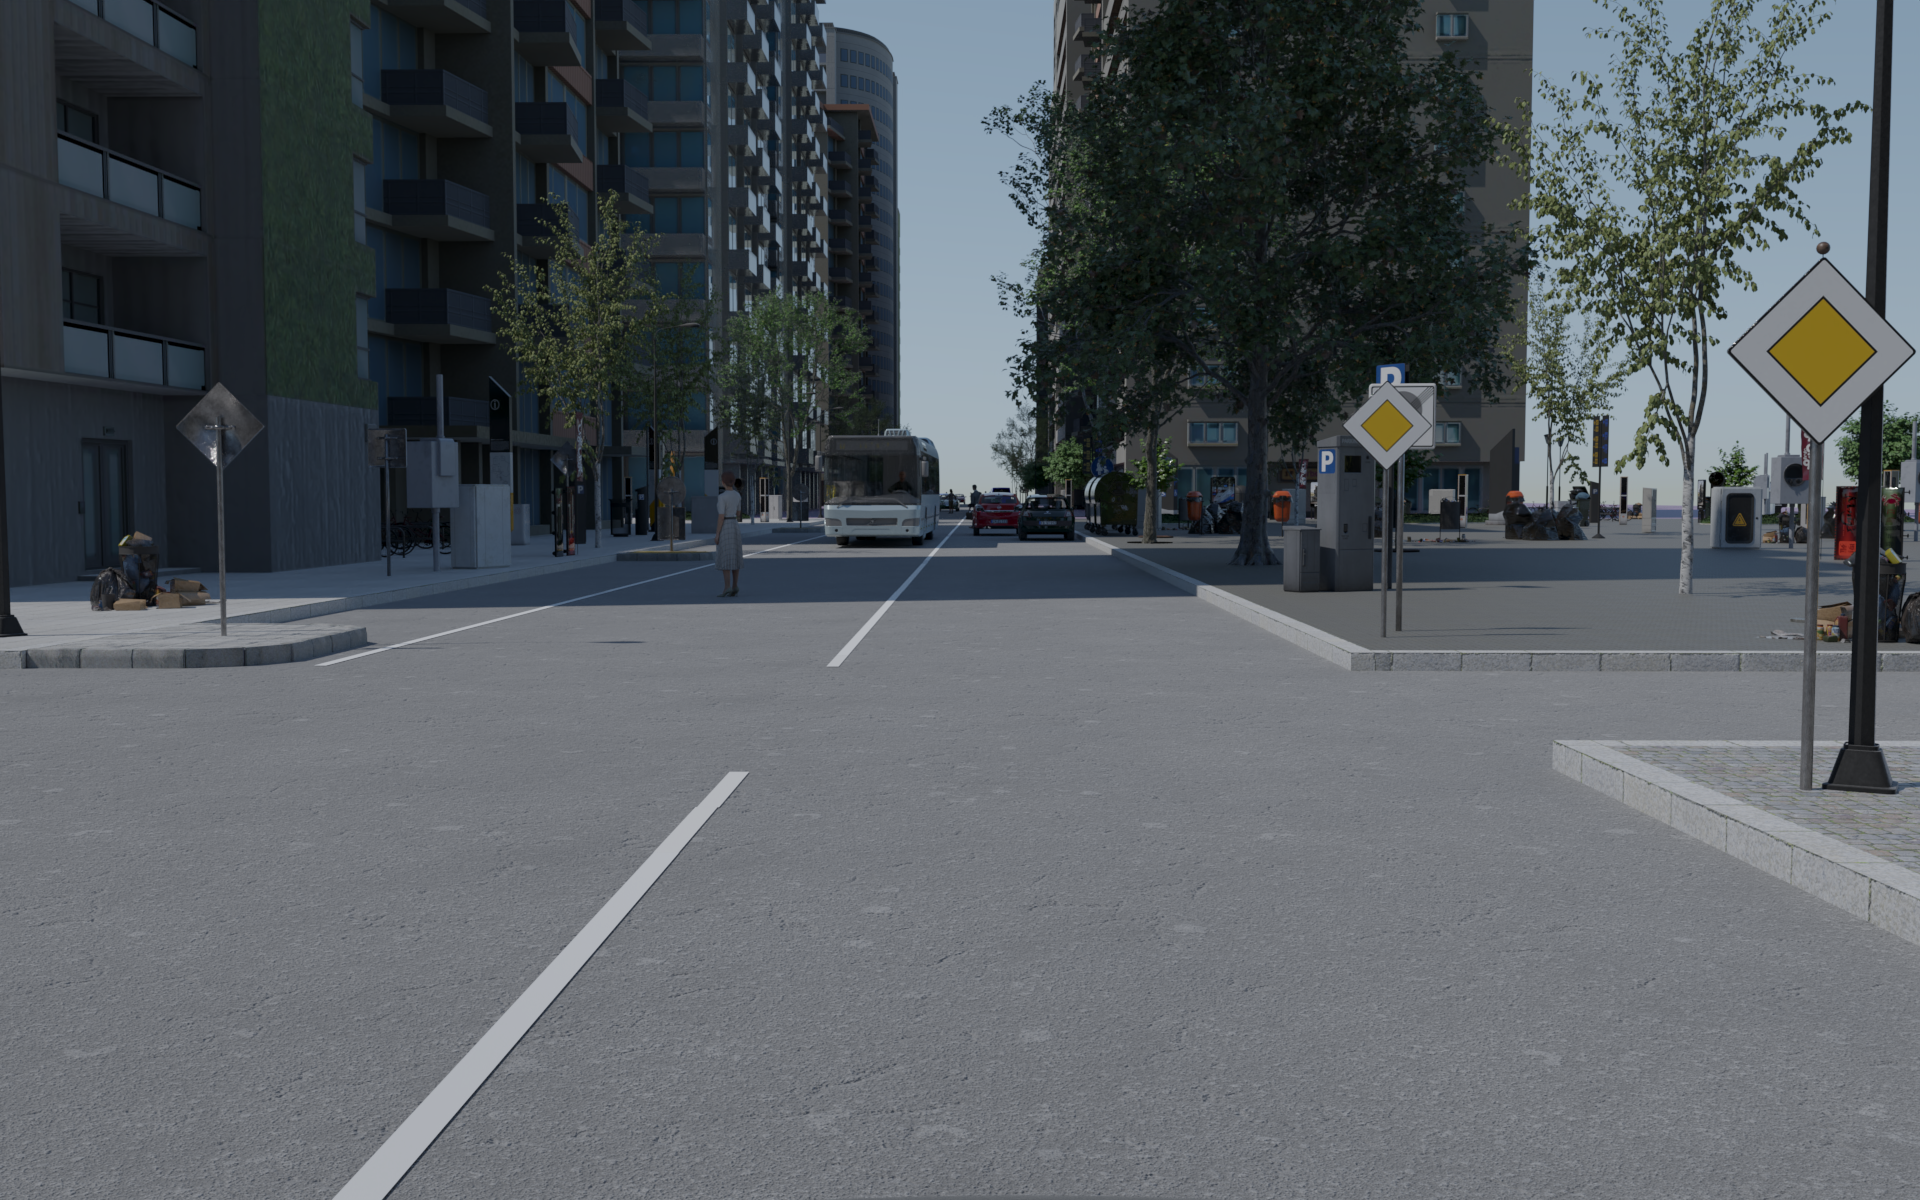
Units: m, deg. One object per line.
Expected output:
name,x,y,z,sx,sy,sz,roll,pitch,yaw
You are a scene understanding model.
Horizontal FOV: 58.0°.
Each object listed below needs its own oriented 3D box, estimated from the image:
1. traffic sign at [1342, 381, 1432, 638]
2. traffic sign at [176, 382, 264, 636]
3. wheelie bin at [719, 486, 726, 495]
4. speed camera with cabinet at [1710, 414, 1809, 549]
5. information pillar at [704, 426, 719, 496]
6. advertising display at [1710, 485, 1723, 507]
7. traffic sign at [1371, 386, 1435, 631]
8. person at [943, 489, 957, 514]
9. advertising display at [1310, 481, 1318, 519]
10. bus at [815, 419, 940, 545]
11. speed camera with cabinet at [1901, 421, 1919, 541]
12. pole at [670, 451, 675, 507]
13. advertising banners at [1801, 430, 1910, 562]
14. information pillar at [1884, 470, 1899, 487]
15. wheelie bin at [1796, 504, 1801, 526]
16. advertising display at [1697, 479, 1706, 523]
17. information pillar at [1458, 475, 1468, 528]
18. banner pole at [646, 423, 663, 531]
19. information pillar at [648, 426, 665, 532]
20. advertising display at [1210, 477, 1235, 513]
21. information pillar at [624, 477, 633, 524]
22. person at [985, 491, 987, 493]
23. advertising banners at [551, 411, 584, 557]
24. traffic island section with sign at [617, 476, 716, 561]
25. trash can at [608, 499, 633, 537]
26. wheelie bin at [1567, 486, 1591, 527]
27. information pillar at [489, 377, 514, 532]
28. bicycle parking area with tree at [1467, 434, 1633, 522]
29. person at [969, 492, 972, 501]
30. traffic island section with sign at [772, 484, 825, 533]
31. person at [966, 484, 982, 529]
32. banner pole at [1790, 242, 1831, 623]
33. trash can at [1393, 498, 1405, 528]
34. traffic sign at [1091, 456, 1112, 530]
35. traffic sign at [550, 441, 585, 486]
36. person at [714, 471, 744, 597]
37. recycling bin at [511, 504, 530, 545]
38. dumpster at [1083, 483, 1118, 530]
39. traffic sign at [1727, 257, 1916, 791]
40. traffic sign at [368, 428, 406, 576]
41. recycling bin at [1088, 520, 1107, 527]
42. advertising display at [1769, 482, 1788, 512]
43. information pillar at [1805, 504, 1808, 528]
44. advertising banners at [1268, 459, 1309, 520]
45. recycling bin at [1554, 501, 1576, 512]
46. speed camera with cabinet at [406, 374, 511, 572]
traffic sign,3.786,-0.721,15.433,0.795,2.450,0.064,0,4,1
traffic sign,-6.657,-0.732,15.608,0.795,2.450,0.064,0,4,1
wheelie bin,-9.867,-3.862,71.052,0.980,1.594,0.693,-2,4,-25
speed camera with cabinet,18.772,-2.831,40.624,2.038,3.252,0.660,0,4,2
information pillar,-8.462,-4.142,59.083,0.504,3.616,0.183,0,4,-7
advertising display,38.409,-5.037,87.563,0.974,1.923,0.123,0,4,-7
traffic sign,4.104,-0.857,16.139,0.606,2.300,0.079,0,4,7
person,-0.689,-7.279,127.508,1.348,1.824,0.705,-3,5,-45
advertising display,18.137,-5.050,87.783,0.123,1.923,0.974,-2,4,-34
bus,-2.145,-3.439,51.079,2.948,3.499,13.247,0,4,2
speed camera with cabinet,25.285,-3.204,46.721,2.038,3.252,0.660,-1,4,-14
pole,-13.654,-5.409,82.285,0.158,3.312,0.155,0,3,0
advertising banners,17.229,-2.281,33.476,0.090,3.025,2.074,-3,5,-44
information pillar,28.635,-2.985,53.293,0.304,2.012,0.304,-1,4,-14
wheelie bin,34.263,-3.790,69.874,0.980,1.594,0.693,-1,4,-12
advertising display,32.832,-4.371,76.687,0.123,1.923,0.974,1,4,9
information pillar,18.947,-3.717,65.263,0.304,2.012,0.304,2,4,29
banner pole,-10.775,-4.332,60.840,0.863,3.779,0.401,-3,5,-42
information pillar,-10.309,-4.106,58.496,0.504,3.616,0.183,2,4,35
advertising display,9.681,-3.585,63.835,0.974,1.923,0.123,-1,4,-19
information pillar,-14.210,-4.265,74.229,0.304,2.012,0.304,0,4,-5
person,3.261,-13.061,222.055,0.705,1.823,1.348,1,4,11
advertising banners,-8.129,-2.437,36.028,0.090,3.025,2.074,0,4,5
traffic island section with sign,-6.354,-1.794,37.954,1.989,1.847,2.006,0,4,1
trash can,-10.161,-2.459,51.858,0.748,1.137,0.748,0,3,0
wheelie bin,24.389,-3.689,68.225,0.693,1.594,0.980,-2,4,-29
information pillar,-9.154,-2.640,34.525,0.504,3.616,0.183,1,4,19
bicycle parking area with tree,29.068,-6.009,85.242,9.016,4.147,8.231,3,4,38
person,1.312,-11.778,202.533,0.415,1.643,0.593,0,4,2
traffic island section with sign,-5.946,-3.442,64.906,1.989,1.847,2.006,0,4,1
person,0.690,-3.847,71.366,0.822,1.834,0.622,3,4,37
banner pole,8.447,-1.655,17.082,0.401,3.779,0.863,2,4,29
trash can,16.520,-3.305,65.691,0.748,1.137,0.748,0,3,0
traffic sign,4.780,-3.557,58.260,0.768,2.556,0.104,0,4,6
traffic sign,-8.528,-2.229,37.630,0.795,2.450,0.064,1,4,10
person,-3.283,-0.925,24.190,0.524,1.755,0.480,2,4,33
recycling bin,-11.241,-1.896,43.553,0.722,1.027,0.722,0,4,-4
dumpster,5.068,-3.426,61.768,1.264,1.857,1.865,0,4,1
traffic sign,3.667,-0.233,7.449,0.795,2.450,0.064,0,4,1
traffic sign,-8.919,-1.521,26.994,0.606,2.300,0.079,0,4,3
recycling bin,5.451,-3.430,68.632,0.722,1.027,0.722,0,4,-2
advertising display,42.311,-5.163,89.632,0.974,1.923,0.123,1,4,9
information pillar,23.192,-2.607,47.116,0.304,2.012,0.304,1,4,16
advertising banners,16.300,-5.489,85.940,2.074,3.025,0.090,0,4,-8
recycling bin,22.450,-3.172,64.417,0.722,1.027,0.722,0,4,2
speed camera with cabinet,-8.513,-2.148,29.453,0.660,3.252,2.038,1,4,23
